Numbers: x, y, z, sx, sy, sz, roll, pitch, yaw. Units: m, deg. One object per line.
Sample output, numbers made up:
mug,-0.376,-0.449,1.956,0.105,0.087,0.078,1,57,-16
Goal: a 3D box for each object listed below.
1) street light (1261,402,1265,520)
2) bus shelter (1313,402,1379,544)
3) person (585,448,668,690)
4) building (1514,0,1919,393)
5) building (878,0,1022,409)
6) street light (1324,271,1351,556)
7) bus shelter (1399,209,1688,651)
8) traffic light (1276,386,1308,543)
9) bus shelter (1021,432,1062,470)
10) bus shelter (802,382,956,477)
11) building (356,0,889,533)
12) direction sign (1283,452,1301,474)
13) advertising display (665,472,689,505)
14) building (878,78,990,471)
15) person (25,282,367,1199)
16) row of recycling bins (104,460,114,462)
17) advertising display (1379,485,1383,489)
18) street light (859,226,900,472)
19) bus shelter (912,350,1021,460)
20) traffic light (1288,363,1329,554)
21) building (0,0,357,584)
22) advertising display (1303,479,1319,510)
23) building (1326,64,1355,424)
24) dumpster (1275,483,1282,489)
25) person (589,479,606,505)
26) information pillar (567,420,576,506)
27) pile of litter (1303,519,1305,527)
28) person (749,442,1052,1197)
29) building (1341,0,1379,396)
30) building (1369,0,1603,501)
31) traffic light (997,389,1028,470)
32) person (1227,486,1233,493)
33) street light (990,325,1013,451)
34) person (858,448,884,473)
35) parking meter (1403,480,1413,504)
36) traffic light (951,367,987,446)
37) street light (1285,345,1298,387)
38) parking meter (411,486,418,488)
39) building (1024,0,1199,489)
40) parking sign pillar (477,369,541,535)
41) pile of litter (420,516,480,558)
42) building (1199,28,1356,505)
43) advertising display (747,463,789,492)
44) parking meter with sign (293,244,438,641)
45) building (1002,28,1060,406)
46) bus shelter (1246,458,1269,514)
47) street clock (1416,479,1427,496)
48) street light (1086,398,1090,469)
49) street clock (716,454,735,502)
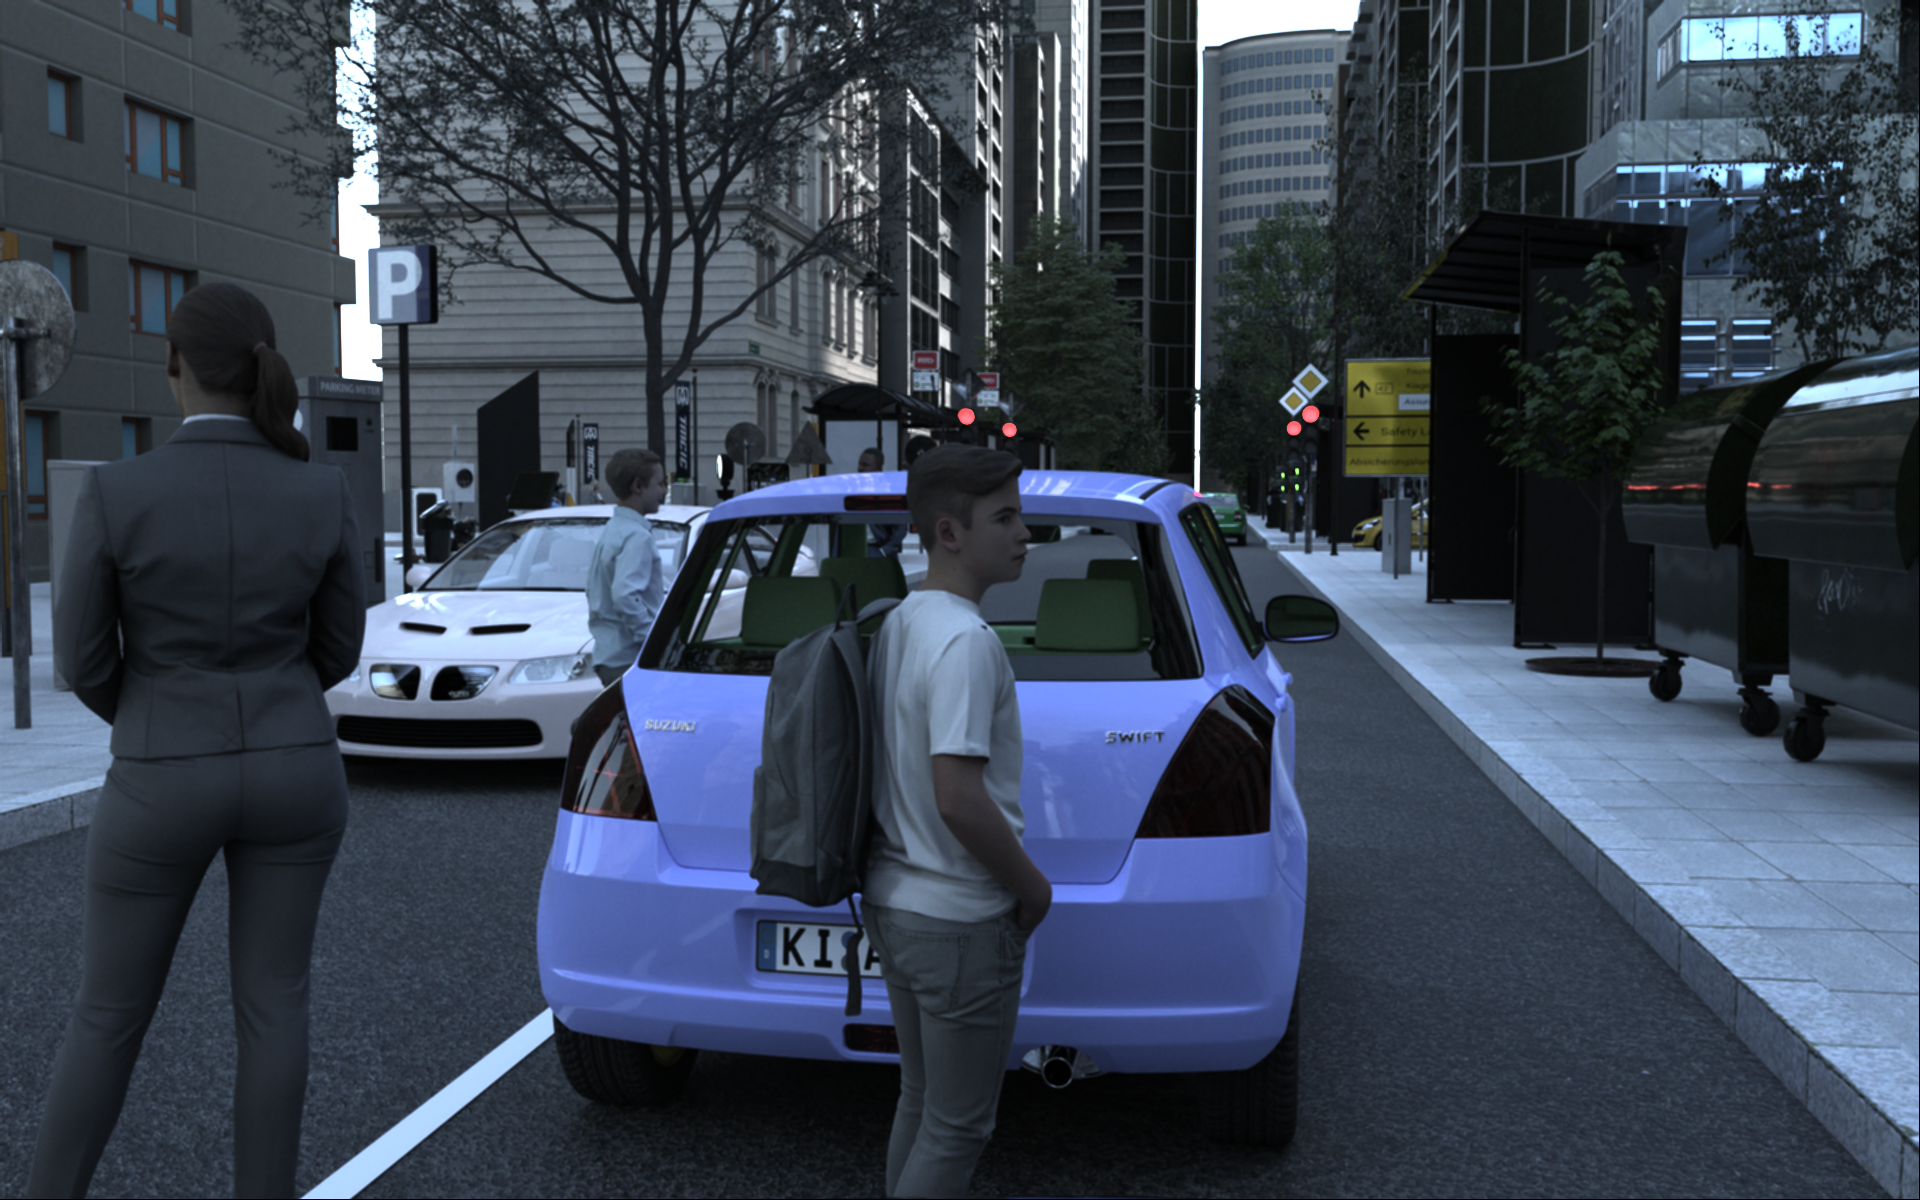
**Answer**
street light,15.160,-6.949,86.400,0.468,5.910,1.993,1,4,8
bus shelter,10.404,-3.426,47.294,1.731,3.624,6.357,1,4,9
person,-1.226,0.233,6.505,0.330,1.601,0.589,-1,4,-15
building,35.937,-45.644,58.946,31.000,86.520,22.319,1,4,8
building,2.243,-45.327,179.352,20.611,71.187,20.563,1,4,8
street light,7.821,-3.868,36.030,0.468,5.910,1.993,1,4,8
bus shelter,5.571,-1.591,17.298,1.731,3.624,6.357,1,4,8
traffic light,8.659,-3.438,45.130,0.839,4.253,0.868,1,4,8
bus shelter,2.017,-5.012,59.574,2.179,5.291,8.768,1,4,9
bus shelter,-1.474,-2.461,34.154,2.014,3.302,5.546,1,4,8
building,-11.250,-17.099,66.955,14.401,28.519,23.554,1,4,8
direction sign,16.703,-5.820,87.148,0.876,3.537,0.379,1,4,17
advertising display,-8.376,-2.783,50.711,0.974,1.923,0.123,-3,5,-40
building,-7.297,-16.814,93.977,14.314,24.678,30.058,1,4,8
person,-1.377,0.348,3.085,0.573,1.790,0.520,3,5,40
row of recycling bins,-10.512,-0.955,22.730,1.069,1.692,3.534,0,4,-5
advertising display,28.498,-6.861,117.397,0.123,1.923,0.974,2,4,28
street light,-1.397,-3.504,30.082,0.468,5.910,1.993,1,4,8
bus shelter,0.139,-4.483,50.930,2.179,5.291,8.768,1,4,8
traffic light,7.491,-2.955,37.230,0.839,4.253,0.868,1,4,8
building,-28.209,-10.841,22.288,28.899,21.520,27.650,1,4,8
advertising display,14.981,-4.214,74.108,0.974,1.923,0.123,-1,4,-22
building,44.951,-32.213,176.798,14.600,45.320,14.200,1,4,8
dumpster,21.220,-6.820,114.008,1.502,2.255,1.985,1,4,8
person,-8.971,-2.101,43.038,0.526,1.800,0.537,2,4,33
information pillar,-12.174,-3.847,54.255,0.183,3.616,0.504,1,4,9
pile of litter,13.183,-3.254,67.168,1.719,0.858,1.176,0,4,1
person,-0.045,0.509,2.781,0.503,1.515,0.523,3,4,38
building,45.928,-32.675,153.845,23.786,49.044,30.456,1,4,8
building,40.058,-42.203,128.272,20.563,71.187,20.611,1,4,8
traffic light,1.374,-3.503,46.187,0.839,4.253,0.868,1,4,8
person,9.944,-3.350,63.944,0.731,1.740,0.598,3,5,41
street light,1.136,-4.565,47.422,0.468,5.910,1.993,1,4,8
person,-0.769,-0.320,13.923,0.721,1.800,0.419,1,4,18
parking meter,18.075,-3.932,70.004,0.399,1.863,0.255,0,4,-8
traffic light,0.206,-3.019,38.287,0.839,4.253,0.868,1,4,8
street light,10.326,-4.951,53.735,0.468,5.910,1.993,1,4,8
parking meter,-16.506,-2.693,52.439,0.372,1.533,0.369,0,3,0
building,19.830,-47.872,220.957,20.611,71.187,20.563,1,4,8
parking sign pillar,-9.756,-3.000,37.515,1.447,3.967,1.447,-1,4,-11
pile of litter,-9.905,-1.231,34.096,1.719,0.858,1.176,3,5,43
building,44.489,-41.366,218.332,28.212,58.520,21.231,1,4,8
advertising display,-3.959,-1.871,35.810,0.974,1.923,0.123,-3,5,-40
parking meter with sign,-4.235,-0.932,11.500,0.543,3.016,1.738,1,4,22
building,0.999,-28.508,149.694,14.154,41.232,14.086,1,4,8
bus shelter,19.420,-7.487,113.703,1.731,3.624,6.357,1,4,9
street clock,21.868,-4.745,82.153,0.471,2.002,0.358,0,4,1
street light,5.935,-6.589,80.521,0.468,5.910,1.993,1,4,8
street clock,-4.242,-1.637,31.327,0.358,2.002,0.471,-1,4,-20
